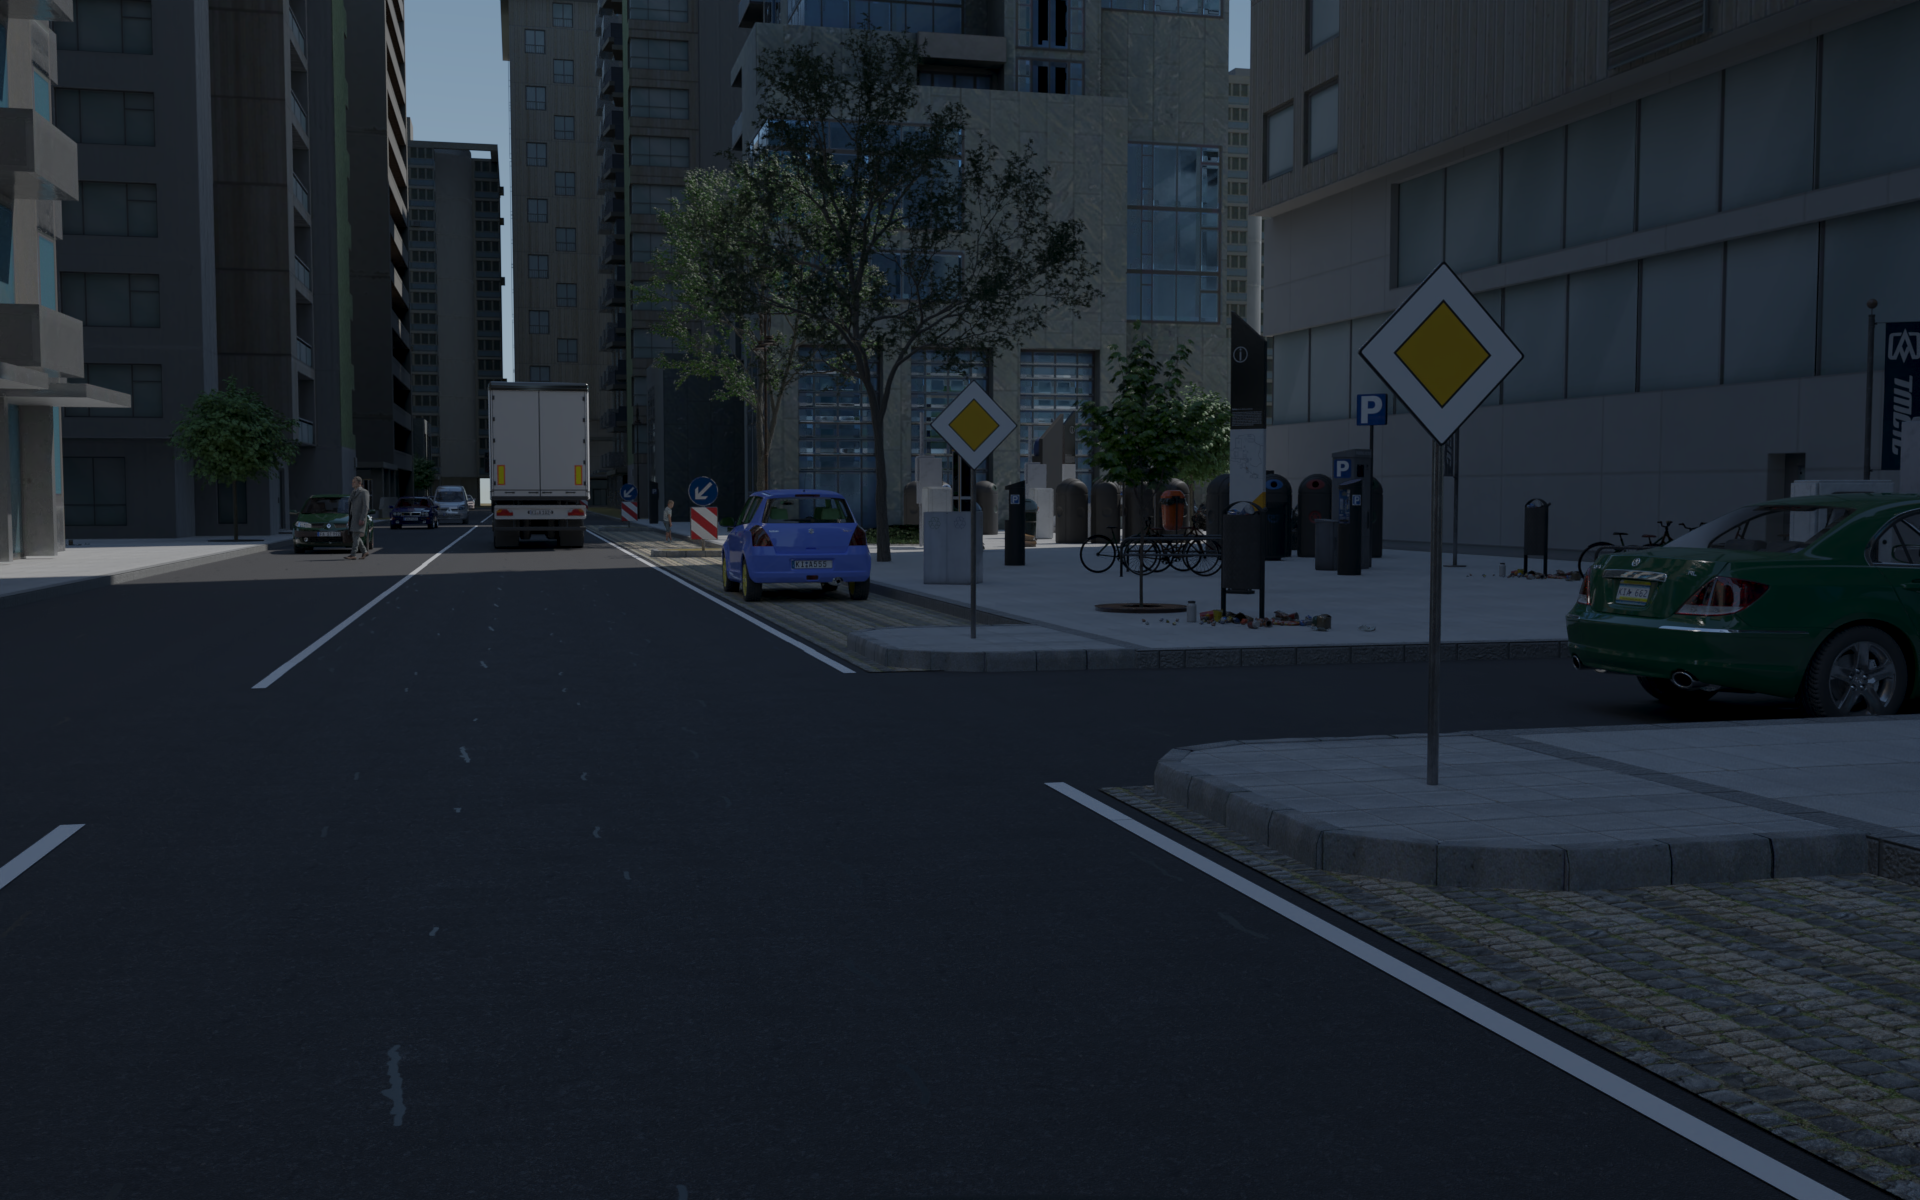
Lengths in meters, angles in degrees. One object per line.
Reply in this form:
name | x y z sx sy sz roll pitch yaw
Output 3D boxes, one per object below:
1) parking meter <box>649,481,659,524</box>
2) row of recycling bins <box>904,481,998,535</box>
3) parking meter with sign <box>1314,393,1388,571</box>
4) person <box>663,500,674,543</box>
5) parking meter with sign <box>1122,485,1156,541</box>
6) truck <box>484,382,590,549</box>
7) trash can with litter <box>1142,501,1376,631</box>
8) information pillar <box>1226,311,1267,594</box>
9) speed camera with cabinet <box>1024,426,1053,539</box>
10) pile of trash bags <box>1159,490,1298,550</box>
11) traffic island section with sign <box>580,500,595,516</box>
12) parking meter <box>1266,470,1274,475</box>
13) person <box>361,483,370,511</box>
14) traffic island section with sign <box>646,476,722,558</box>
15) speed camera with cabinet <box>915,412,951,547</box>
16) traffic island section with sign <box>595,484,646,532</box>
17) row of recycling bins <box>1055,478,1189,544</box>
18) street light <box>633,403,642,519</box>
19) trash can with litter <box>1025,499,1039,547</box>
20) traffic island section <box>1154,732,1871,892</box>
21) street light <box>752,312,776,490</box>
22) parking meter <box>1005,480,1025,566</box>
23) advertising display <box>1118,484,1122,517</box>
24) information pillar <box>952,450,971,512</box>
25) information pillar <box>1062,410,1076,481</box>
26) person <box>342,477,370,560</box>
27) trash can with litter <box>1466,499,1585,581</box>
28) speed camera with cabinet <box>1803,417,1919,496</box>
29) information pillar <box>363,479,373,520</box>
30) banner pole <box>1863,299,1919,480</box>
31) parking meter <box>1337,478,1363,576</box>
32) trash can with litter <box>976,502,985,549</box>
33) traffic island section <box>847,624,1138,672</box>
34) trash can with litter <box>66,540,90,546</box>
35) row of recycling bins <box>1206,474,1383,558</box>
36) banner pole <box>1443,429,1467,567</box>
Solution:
parking meter | -13.225 -4.229 74.859 0.399 1.863 0.255 -2 4 -24
row of recycling bins | -0.301 -2.846 53.652 3.534 1.692 1.069 -3 5 -41
parking meter with sign | 6.648 -2.036 29.553 0.543 3.016 1.738 3 4 39
person | -8.563 -2.308 50.913 0.352 1.250 0.332 1 4 11
parking meter with sign | 5.163 -3.094 46.855 1.738 3.016 0.543 -1 4 -22
truck | -11.989 -3.668 48.882 2.839 4.237 11.283 -1 4 -15
trash can with litter | 2.982 -0.355 16.857 1.678 1.210 2.233 -3 5 -40
information pillar | 3.667 -1.883 22.139 0.504 3.616 0.183 3 4 36
speed camera with cabinet | 2.289 -3.407 50.044 0.660 3.252 2.038 0 4 -5
pile of trash bags | 6.252 -1.847 39.943 3.447 1.369 1.912 -1 4 -12
traffic island section with sign | -24.954 -6.447 114.034 1.989 1.847 2.006 -1 4 -14
parking meter | 7.578 -2.269 42.802 0.255 1.863 0.399 -1 4 -10
person | -19.810 -2.991 57.396 0.794 1.824 0.713 -1 4 -13
traffic island section with sign | -6.078 -1.907 39.808 1.989 1.847 2.006 -1 4 -14
speed camera with cabinet | -0.630 -2.879 41.410 0.660 3.252 2.038 -1 4 -9
traffic island section with sign | -12.858 -3.539 66.489 1.989 1.847 2.006 -1 4 -14
row of recycling bins | 4.260 -2.332 45.241 3.534 1.692 1.069 -1 4 -9
street light | -16.414 -7.063 88.270 0.468 5.910 1.993 -1 4 -14
trash can with litter | 1.711 -1.892 42.320 0.624 1.170 1.055 0 4 -7
traffic island section | 2.105 0.894 7.668 2.009 0.180 2.903 -1 4 -14
street light | -4.696 -4.226 41.877 0.468 5.910 1.993 -1 4 -14
parking meter | 0.985 -1.386 31.074 0.372 1.533 0.369 0 3 0
advertising display | 5.311 -2.964 53.677 0.974 1.923 0.123 -1 4 -20
information pillar | 0.065 -1.476 28.625 0.304 2.012 0.304 -2 4 -23
information pillar | 3.038 -3.475 48.171 0.183 3.616 0.504 3 5 44
person | -13.181 -1.784 37.778 0.694 1.812 0.767 3 4 39
trash can with litter | 8.871 -0.928 26.235 1.678 1.210 2.233 -1 4 -17
speed camera with cabinet | 10.954 -1.599 20.486 2.038 3.252 0.660 0 4 -5
information pillar | -29.294 -4.968 85.725 0.304 2.012 0.304 1 4 17
banner pole | 11.908 -1.970 22.228 0.863 3.779 0.401 1 4 20
parking meter | 6.166 -1.161 27.392 0.372 1.533 0.369 0 3 0
trash can with litter | 0.315 -1.665 38.612 0.624 1.170 1.055 -1 4 -18
traffic island section | 0.137 0.420 15.408 2.009 0.180 2.903 -1 4 -14
trash can with litter | -22.682 -1.939 42.756 2.233 1.210 1.678 -3 4 -37
row of recycling bins | 6.792 -1.724 35.293 3.534 1.692 1.069 1 4 8
banner pole | 8.590 -2.459 30.225 0.401 3.779 0.863 2 4 35
